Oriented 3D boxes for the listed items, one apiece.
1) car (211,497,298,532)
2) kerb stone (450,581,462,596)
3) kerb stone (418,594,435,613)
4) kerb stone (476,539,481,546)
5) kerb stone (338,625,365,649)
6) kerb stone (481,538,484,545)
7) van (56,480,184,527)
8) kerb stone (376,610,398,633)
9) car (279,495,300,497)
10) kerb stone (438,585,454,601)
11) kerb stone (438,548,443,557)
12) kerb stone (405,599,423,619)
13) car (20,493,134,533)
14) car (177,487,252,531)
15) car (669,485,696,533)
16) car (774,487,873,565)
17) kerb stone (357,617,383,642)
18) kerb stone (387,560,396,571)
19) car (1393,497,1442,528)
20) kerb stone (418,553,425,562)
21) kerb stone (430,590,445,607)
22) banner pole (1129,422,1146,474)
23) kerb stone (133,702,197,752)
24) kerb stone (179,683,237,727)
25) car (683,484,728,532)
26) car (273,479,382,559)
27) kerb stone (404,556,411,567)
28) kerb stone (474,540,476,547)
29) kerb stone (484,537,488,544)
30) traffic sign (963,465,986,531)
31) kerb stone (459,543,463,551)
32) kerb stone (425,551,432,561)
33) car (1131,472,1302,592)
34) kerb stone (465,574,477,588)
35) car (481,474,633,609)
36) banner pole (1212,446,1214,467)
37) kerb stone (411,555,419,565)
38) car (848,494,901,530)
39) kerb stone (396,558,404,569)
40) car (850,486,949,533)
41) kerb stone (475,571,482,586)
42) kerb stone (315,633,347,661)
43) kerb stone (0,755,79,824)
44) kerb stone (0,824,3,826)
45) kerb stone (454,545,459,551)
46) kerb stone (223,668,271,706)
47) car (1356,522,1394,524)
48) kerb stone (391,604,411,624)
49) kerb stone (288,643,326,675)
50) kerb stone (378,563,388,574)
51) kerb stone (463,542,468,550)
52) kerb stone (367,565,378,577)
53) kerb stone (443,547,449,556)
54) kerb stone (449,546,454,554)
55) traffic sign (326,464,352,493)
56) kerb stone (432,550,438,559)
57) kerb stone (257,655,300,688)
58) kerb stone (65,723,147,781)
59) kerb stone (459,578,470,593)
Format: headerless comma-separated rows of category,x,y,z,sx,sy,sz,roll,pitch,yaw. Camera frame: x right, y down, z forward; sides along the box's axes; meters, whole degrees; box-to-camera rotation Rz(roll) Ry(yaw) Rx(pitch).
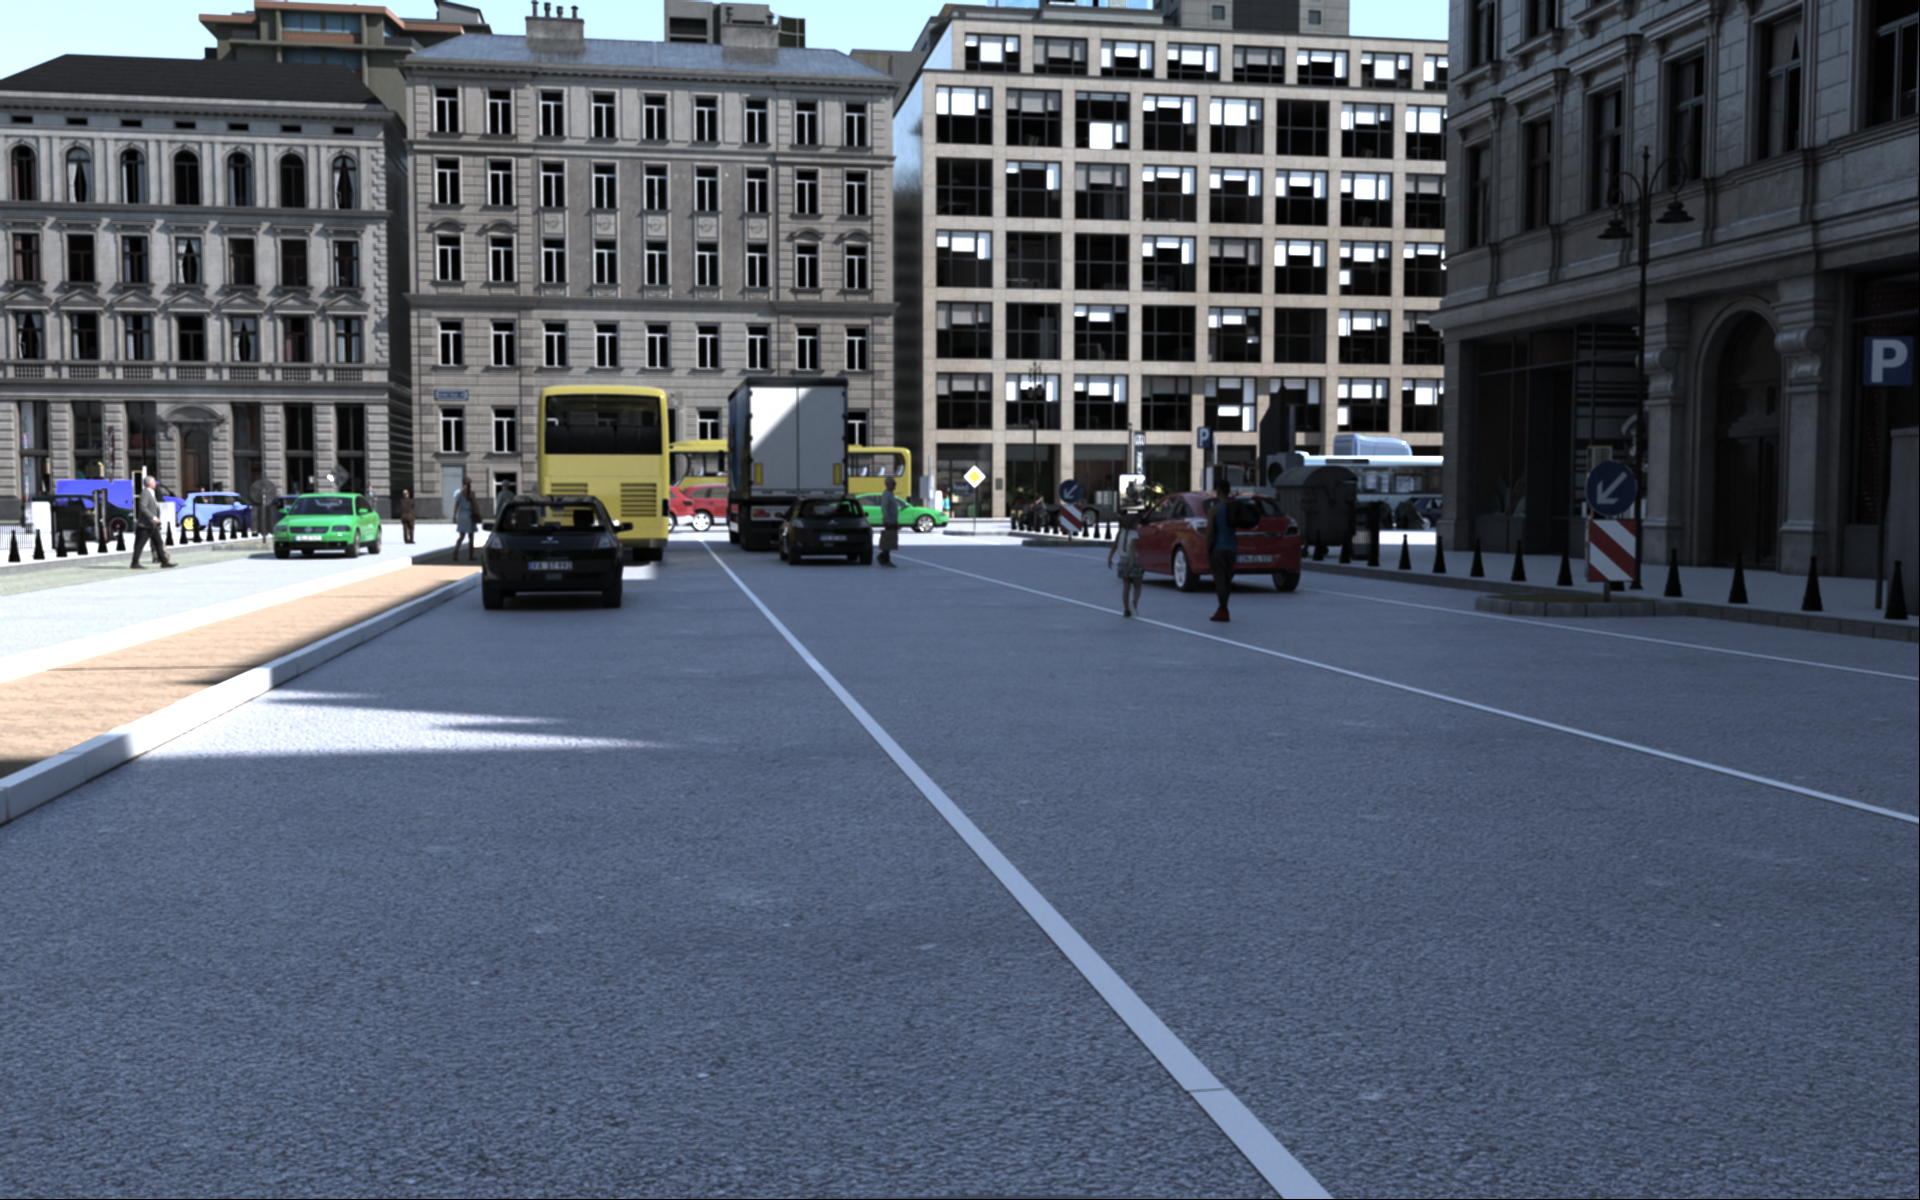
car,-25.748,-3.177,64.522,3.894,1.354,1.945,-1,4,-9
kerb stone,-7.129,-0.125,24.277,0.120,0.150,1.000,-1,4,-10
kerb stone,-6.596,0.061,21.237,0.120,0.150,1.000,-1,4,-10
kerb stone,-13.252,-1.531,47.223,0.120,0.150,1.000,-1,4,-10
kerb stone,-5.726,0.370,16.169,0.120,0.150,1.000,-1,4,-10
kerb stone,-13.433,-1.593,48.233,0.120,0.150,1.000,-1,4,-10
van,-35.779,-4.272,74.233,5.245,2.365,2.240,-1,4,-10
kerb stone,-6.069,0.244,18.201,0.120,0.150,1.000,-1,4,-10
car,-29.385,-3.890,75.598,4.499,1.417,2.014,-1,4,-9
kerb stone,-6.958,-0.065,23.266,0.120,0.150,1.000,-1,4,-10
kerb stone,-11.842,-1.034,39.096,0.120,0.150,1.000,-1,4,-10
kerb stone,-6.426,0.121,20.224,0.120,0.150,1.000,-1,4,-10
car,-30.695,-3.125,60.884,4.222,1.686,2.009,-1,4,-12
car,-28.630,-3.563,67.853,3.694,1.707,1.945,-1,4,-12
car,-12.284,-3.321,62.976,5.304,1.827,2.281,-1,4,-10
car,-2.859,-1.629,36.414,2.009,1.686,4.222,-1,4,-10
kerb stone,-5.892,0.307,17.181,0.120,0.150,1.000,-1,4,-10
kerb stone,-10.612,-0.599,32.013,0.120,0.150,1.000,-1,4,-10
car,18.856,-3.325,66.940,3.894,1.354,1.945,0,4,-8
kerb stone,-11.317,-0.848,36.054,0.120,0.150,1.000,-1,4,-10
kerb stone,-6.769,0.002,22.255,0.120,0.150,1.000,-1,4,-10
banner pole,6.159,-4.322,60.689,0.863,3.779,0.401,-2,4,-28
kerb stone,-4.661,0.747,10.095,0.120,0.150,1.000,-1,4,-10
kerb stone,-4.836,0.678,11.105,0.120,0.150,1.000,-1,4,-10
car,-8.439,-3.534,66.453,5.304,1.827,2.281,-1,4,-10
car,-14.562,-1.907,39.971,1.959,1.807,4.718,-1,4,-9
kerb stone,-10.966,-0.724,34.033,0.120,0.150,1.000,-1,4,-10
kerb stone,-13.083,-1.468,46.202,0.120,0.150,1.000,-1,4,-10
kerb stone,-13.607,-1.654,49.243,0.120,0.150,1.000,-1,4,-10
traffic sign,0.506,-3.485,60.619,0.795,2.450,0.064,-1,4,-10
kerb stone,-12.552,-1.281,43.151,0.120,0.150,1.000,-1,4,-10
kerb stone,-11.492,-0.909,37.064,0.120,0.150,1.000,-1,4,-10
car,3.811,-1.095,26.943,2.155,1.783,4.494,-1,4,-11
kerb stone,-7.490,-0.252,26.309,0.120,0.150,1.000,-1,4,-10
car,-5.379,-0.814,23.093,2.009,1.686,4.222,-1,4,-11
banner pole,13.154,-6.133,90.286,0.401,3.779,0.863,1,4,9
kerb stone,-11.131,-0.785,35.045,0.120,0.150,1.000,-1,4,-10
car,-3.831,-3.576,68.257,4.222,1.686,2.009,0,4,-8
kerb stone,-10.787,-0.662,33.024,0.120,0.150,1.000,-1,4,-10
car,-2.783,-3.398,64.346,4.718,1.807,1.959,-1,4,-10
kerb stone,-7.653,-0.314,27.322,0.120,0.150,1.000,-1,4,-10
kerb stone,-5.542,0.430,15.160,0.120,0.150,1.000,-1,4,-10
kerb stone,-4.304,0.864,8.071,0.120,0.150,1.000,-1,4,-10
kerb stone,-4.132,0.927,7.046,0.120,0.150,1.000,-1,4,-10
kerb stone,-12.380,-1.220,42.140,0.120,0.150,1.000,-1,4,-10
kerb stone,-5.018,0.618,12.123,0.120,0.150,1.000,-1,4,-10
car,19.437,-4.032,75.709,4.222,1.686,2.009,-1,4,-8
kerb stone,-6.253,0.182,19.213,0.120,0.150,1.000,-1,4,-10
kerb stone,-5.361,0.493,14.145,0.120,0.150,1.000,-1,4,-10
kerb stone,-10.433,-0.535,31.000,0.120,0.150,1.000,-1,4,-10
kerb stone,-12.731,-1.344,44.172,0.120,0.150,1.000,-1,4,-10
kerb stone,-10.258,-0.476,29.990,0.120,0.150,1.000,-1,4,-10
kerb stone,-12.019,-1.096,40.114,0.120,0.150,1.000,-1,4,-10
kerb stone,-12.195,-1.158,41.127,0.120,0.150,1.000,-1,4,-10
traffic sign,-20.428,-3.264,57.008,0.795,2.450,0.064,-1,4,-10
kerb stone,-11.665,-0.971,38.078,0.120,0.150,1.000,-1,4,-10
kerb stone,-5.193,0.554,13.133,0.120,0.150,1.000,-1,4,-10
kerb stone,-4.487,0.802,9.084,0.120,0.150,1.000,-1,4,-10
kerb stone,-7.310,-0.185,25.291,0.120,0.150,1.000,-1,4,-10
